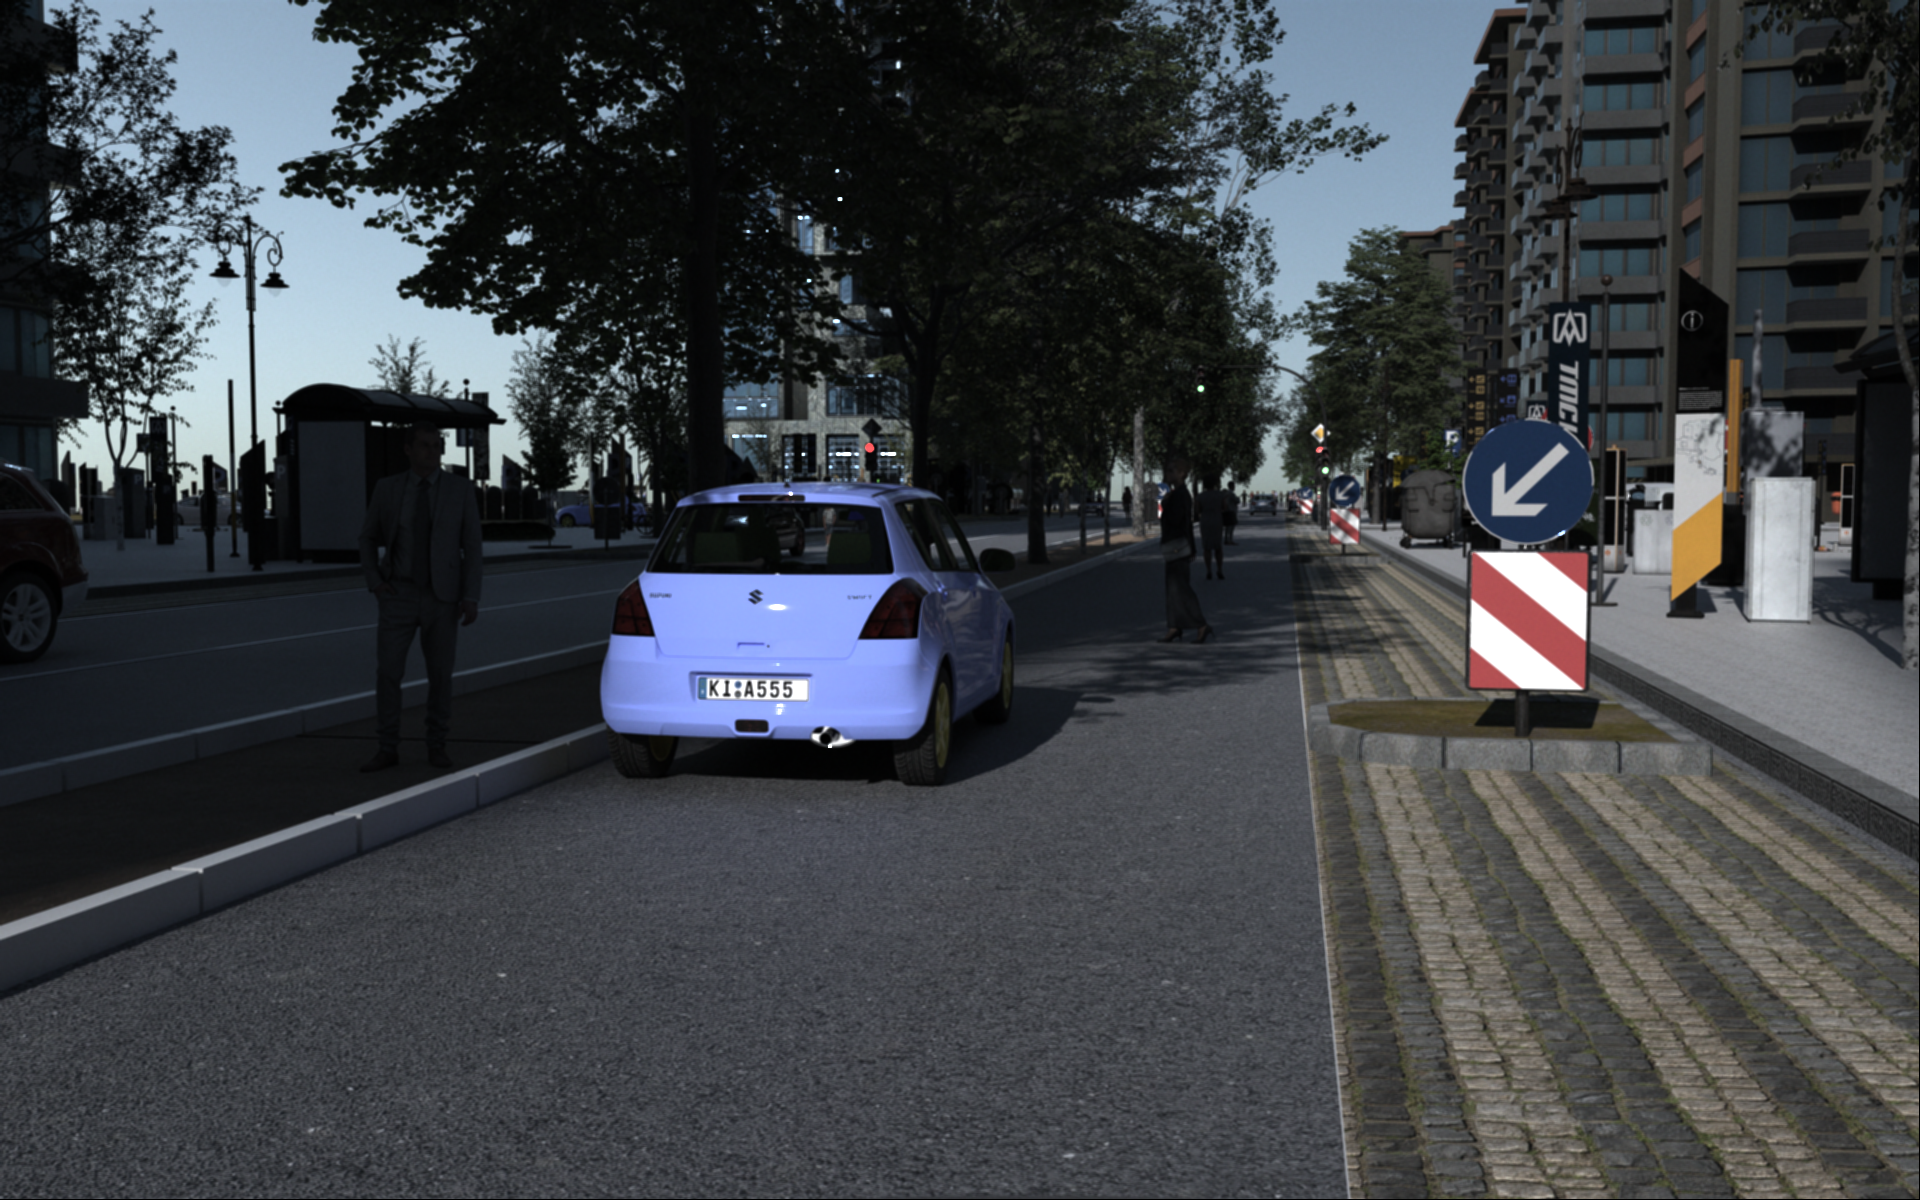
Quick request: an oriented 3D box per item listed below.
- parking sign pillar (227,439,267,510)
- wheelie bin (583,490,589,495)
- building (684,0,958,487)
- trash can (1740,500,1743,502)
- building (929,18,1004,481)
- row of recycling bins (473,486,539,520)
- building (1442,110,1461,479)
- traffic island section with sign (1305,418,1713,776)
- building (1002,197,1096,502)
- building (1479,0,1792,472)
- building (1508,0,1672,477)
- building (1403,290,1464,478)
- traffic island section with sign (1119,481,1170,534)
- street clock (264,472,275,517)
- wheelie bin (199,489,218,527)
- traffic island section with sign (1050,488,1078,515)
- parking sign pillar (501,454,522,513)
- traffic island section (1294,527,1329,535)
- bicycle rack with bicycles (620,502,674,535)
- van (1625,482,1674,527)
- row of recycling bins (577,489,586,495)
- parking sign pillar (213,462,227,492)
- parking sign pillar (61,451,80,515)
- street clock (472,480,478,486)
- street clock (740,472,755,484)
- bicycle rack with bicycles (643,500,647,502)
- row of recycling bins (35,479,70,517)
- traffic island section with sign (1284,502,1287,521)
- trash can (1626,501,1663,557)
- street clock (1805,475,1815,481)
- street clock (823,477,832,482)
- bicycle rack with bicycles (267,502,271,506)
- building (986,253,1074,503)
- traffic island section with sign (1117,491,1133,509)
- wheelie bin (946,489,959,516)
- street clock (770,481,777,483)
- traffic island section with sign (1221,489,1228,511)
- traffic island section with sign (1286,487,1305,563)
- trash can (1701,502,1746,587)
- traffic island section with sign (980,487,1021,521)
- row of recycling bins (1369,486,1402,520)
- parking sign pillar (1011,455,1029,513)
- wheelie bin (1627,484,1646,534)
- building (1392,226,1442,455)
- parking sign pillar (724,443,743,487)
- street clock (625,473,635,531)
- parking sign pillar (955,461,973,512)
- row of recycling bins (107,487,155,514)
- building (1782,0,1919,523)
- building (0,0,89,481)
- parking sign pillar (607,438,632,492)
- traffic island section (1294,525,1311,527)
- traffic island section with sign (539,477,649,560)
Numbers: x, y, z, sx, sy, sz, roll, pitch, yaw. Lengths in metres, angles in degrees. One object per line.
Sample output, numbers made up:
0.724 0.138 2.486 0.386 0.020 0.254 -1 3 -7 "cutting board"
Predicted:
-34.807 -5.911 85.113 1.447 3.967 1.447 2 4 34 "parking sign pillar"
-31.167 -8.393 145.134 0.980 1.594 0.693 -2 4 -23 "wheelie bin"
-11.983 -52.101 164.517 22.319 86.520 31.000 1 4 11 "building"
19.904 -2.030 44.842 0.748 1.137 0.748 0 3 0 "trash can"
-10.374 -37.062 195.206 28.713 52.752 27.495 1 4 11 "building"
-22.937 -4.886 86.994 3.534 1.692 1.069 -2 4 -26 "row of recycling bins"
63.969 -32.329 183.203 22.147 44.769 28.867 1 4 11 "building"
3.002 -0.074 9.840 1.989 1.847 2.006 1 4 11 "traffic island section with sign"
10.315 -45.326 283.077 21.231 58.520 28.212 1 4 11 "building"
57.746 -30.607 155.050 22.147 44.769 28.867 1 4 11 "building"
51.476 -30.734 122.113 23.786 49.044 30.456 1 4 11 "building"
73.467 -29.815 259.169 14.160 30.474 14.107 1 4 11 "building"
6.785 -3.315 62.330 2.006 1.907 1.989 1 4 11 "traffic island section with sign"
-22.221 -3.148 56.045 0.358 2.002 0.471 2 4 34 "street clock"
-29.148 -3.627 67.205 0.693 1.594 0.980 -2 4 -26 "wheelie bin"
7.234 -6.835 120.384 1.989 1.847 2.006 1 4 11 "traffic island section with sign"
-30.247 -7.851 116.839 1.447 3.967 1.447 1 4 11 "parking sign pillar"
12.835 -2.366 60.963 2.009 0.180 2.903 1 4 11 "traffic island section"
-9.508 -2.580 55.567 2.925 0.926 2.852 1 4 14 "bicycle rack with bicycles"
23.680 -3.384 62.333 4.112 2.044 2.013 1 4 12 "van"
-33.137 -8.865 152.058 1.069 1.692 3.534 -1 4 -19 "row of recycling bins"
-56.616 -8.793 132.244 1.447 3.967 1.447 -2 4 -29 "parking sign pillar"
-55.667 -7.319 108.143 1.447 3.967 1.447 -3 5 -45 "parking sign pillar"
-24.894 -5.149 88.760 0.358 2.002 0.471 0 4 5 "street clock"
-7.011 -3.215 57.129 0.471 2.002 0.358 0 4 -4 "street clock"
-20.351 -6.145 113.848 2.925 0.926 2.852 -1 4 -13 "bicycle rack with bicycles"
-24.534 -2.335 45.295 1.069 1.692 3.534 0 4 2 "row of recycling bins"
18.119 -5.043 91.081 1.989 1.847 2.006 1 4 11 "traffic island section with sign"
13.958 -1.454 35.427 0.748 1.137 0.748 0 3 0 "trash can"
33.017 -3.846 67.460 0.471 2.002 0.358 -1 4 -16 "street clock"
-5.558 -4.162 72.617 0.358 2.002 0.471 -2 4 -24 "street clock"
-58.517 -7.989 143.998 2.925 0.926 2.852 3 5 41 "bicycle rack with bicycles"
0.240 -34.687 259.006 32.217 40.220 23.993 1 4 11 "building"
16.399 -9.842 169.543 1.989 1.847 2.006 1 4 11 "traffic island section with sign"
-0.467 -5.687 100.890 0.693 1.594 0.980 -1 4 -11 "wheelie bin"
-10.223 -5.524 94.881 0.471 2.002 0.358 0 4 -2 "street clock"
21.905 -8.278 143.484 2.006 1.907 1.989 1 4 11 "traffic island section with sign"
7.930 -1.695 36.342 1.989 1.847 2.006 1 4 11 "traffic island section with sign"
10.691 -0.766 24.178 0.748 1.137 0.748 0 3 0 "trash can"
2.222 -5.187 93.443 1.989 1.847 2.006 1 4 11 "traffic island section with sign"
22.546 -5.177 91.758 1.069 1.692 3.534 0 4 -1 "row of recycling bins"
4.251 -8.051 120.101 1.447 3.967 1.447 3 4 37 "parking sign pillar"
21.874 -2.927 55.764 0.693 1.594 0.980 0 4 1 "wheelie bin"
81.573 -38.243 279.902 22.147 44.769 28.867 1 4 11 "building"
-11.484 -6.054 87.451 1.447 3.967 1.447 3 5 41 "parking sign pillar"
-11.614 -3.447 60.927 0.358 2.002 0.471 -1 4 -21 "street clock"
0.262 -8.166 121.994 1.447 3.967 1.447 -2 4 -29 "parking sign pillar"
-50.187 -5.972 104.757 1.069 1.692 3.534 1 4 13 "row of recycling bins"
48.438 -26.234 83.553 28.867 44.769 22.147 1 4 11 "building"
-42.105 -26.021 45.057 30.456 49.044 23.786 1 4 11 "building"
-16.309 -5.783 83.027 1.447 3.967 1.447 3 4 37 "parking sign pillar"
14.298 -2.846 68.813 2.009 0.180 2.903 1 4 11 "traffic island section"
-8.031 -1.825 38.469 1.989 1.847 2.006 1 4 11 "traffic island section with sign"
